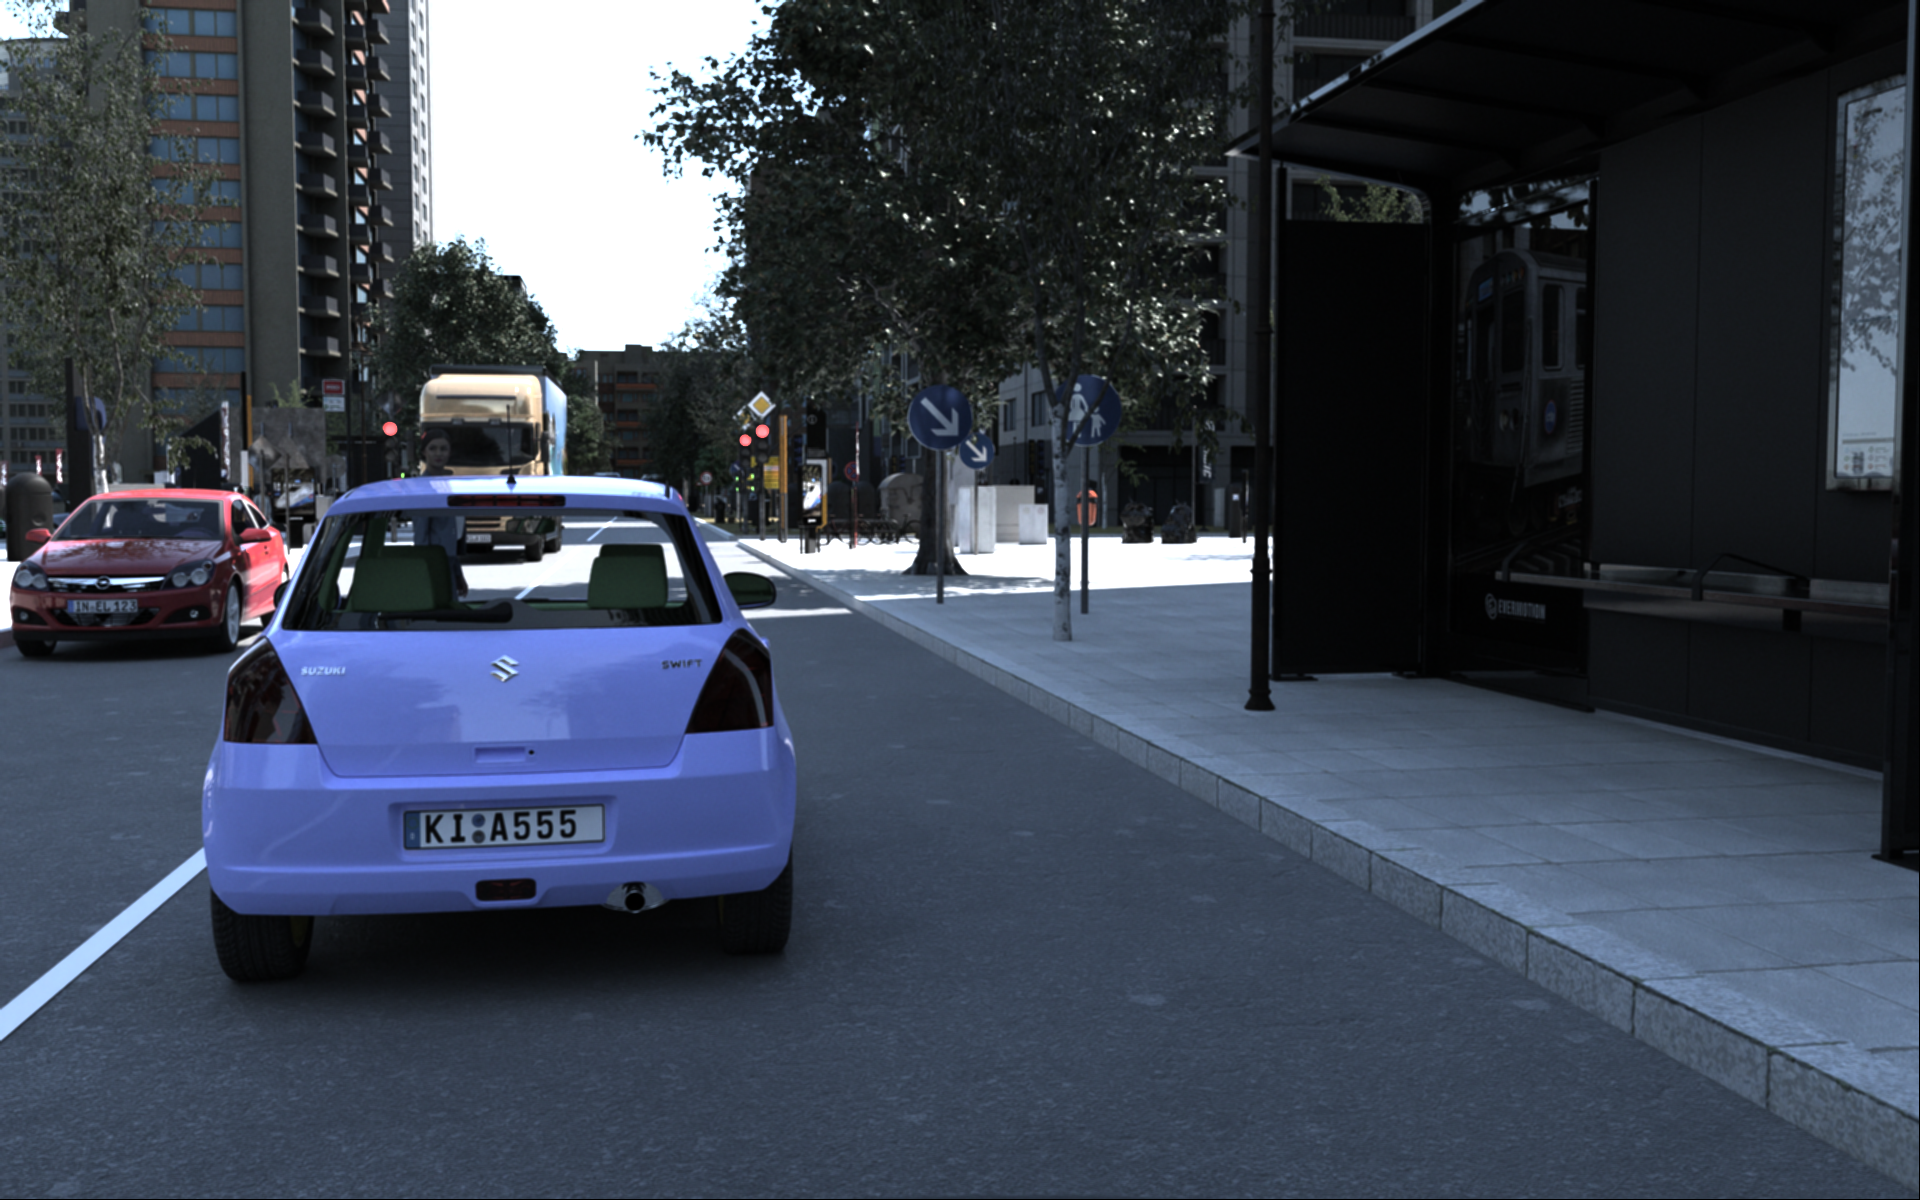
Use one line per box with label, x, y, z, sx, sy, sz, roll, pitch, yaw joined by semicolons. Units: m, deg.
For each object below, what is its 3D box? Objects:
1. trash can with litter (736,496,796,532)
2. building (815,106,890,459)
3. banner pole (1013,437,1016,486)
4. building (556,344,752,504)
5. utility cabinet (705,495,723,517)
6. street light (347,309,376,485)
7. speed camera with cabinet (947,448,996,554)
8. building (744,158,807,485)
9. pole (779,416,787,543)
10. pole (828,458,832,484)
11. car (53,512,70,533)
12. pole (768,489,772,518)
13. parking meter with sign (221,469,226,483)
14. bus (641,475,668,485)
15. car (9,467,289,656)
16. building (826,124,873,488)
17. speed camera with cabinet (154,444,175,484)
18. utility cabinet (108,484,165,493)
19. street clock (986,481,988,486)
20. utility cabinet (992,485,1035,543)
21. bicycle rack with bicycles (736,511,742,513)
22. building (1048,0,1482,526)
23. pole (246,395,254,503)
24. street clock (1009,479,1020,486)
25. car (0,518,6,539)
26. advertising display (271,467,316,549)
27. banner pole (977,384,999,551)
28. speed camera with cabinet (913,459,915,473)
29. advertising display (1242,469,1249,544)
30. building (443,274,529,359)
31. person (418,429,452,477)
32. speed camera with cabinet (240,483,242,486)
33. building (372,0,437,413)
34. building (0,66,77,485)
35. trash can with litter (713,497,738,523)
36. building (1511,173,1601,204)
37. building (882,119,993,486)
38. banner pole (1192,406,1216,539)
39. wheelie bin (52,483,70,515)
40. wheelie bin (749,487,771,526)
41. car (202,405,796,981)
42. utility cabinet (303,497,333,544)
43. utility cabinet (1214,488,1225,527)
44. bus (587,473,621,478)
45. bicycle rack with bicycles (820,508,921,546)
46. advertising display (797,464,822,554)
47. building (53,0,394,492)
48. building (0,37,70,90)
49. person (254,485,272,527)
trash can with litter;-6.762;-2.992;59.972;2.233;1.210;1.678;-1;4;-17
building;-8.820;-30.769;186.670;14.154;41.232;14.086;-1;4;-10
banner pole;2.391;-5.254;75.912;0.401;3.779;0.863;0;4;1
building;-44.014;-24.066;238.520;28.899;21.520;27.650;-1;4;-10
utility cabinet;-14.086;-5.379;99.106;1.020;1.237;0.306;0;4;-4
street light;-14.976;-4.324;43.477;0.468;5.910;1.993;-1;4;-10
speed camera with cabinet;0.228;-2.658;37.798;0.660;3.252;2.038;-1;4;-16
building;-21.427;-35.714;234.036;14.200;45.320;14.600;-1;4;-10
pole;-4.596;-3.132;45.052;0.158;3.312;0.155;0;3;0
pole;-7.330;-6.350;97.671;0.158;3.312;0.155;0;3;0
car;-22.981;-2.157;47.267;4.499;1.417;2.014;-1;4;-11
pole;-10.343;-6.136;94.164;0.158;3.312;0.155;0;3;0
parking meter with sign;-52.585;-7.729;122.631;1.738;3.016;0.543;2;4;34
bus;-30.204;-10.751;170.633;2.948;3.499;13.247;-1;4;-11
car;-7.731;-0.474;16.794;2.155;1.783;4.494;-1;4;-12
building;-0.995;-52.059;163.838;22.319;86.520;31.000;-1;4;-10
speed camera with cabinet;-31.639;-4.596;69.475;0.660;3.252;2.038;0;4;-4
utility cabinet;-18.051;-1.787;37.901;0.318;1.500;1.173;3;5;44
street clock;1.393;-5.569;95.628;0.358;2.002;0.471;1;4;11
utility cabinet;1.328;-2.215;44.889;1.173;1.500;0.318;-1;4;-19
bicycle rack with bicycles;-13.654;-6.278;116.029;2.852;0.926;2.925;1;4;13
building;13.816;-39.167;78.639;20.611;71.187;20.563;-1;4;-10
pole;-14.701;-2.566;35.799;0.158;3.312;0.155;0;3;0
street clock;2.531;-4.659;80.743;0.471;2.002;0.358;-1;4;-11
car;-28.509;-2.342;47.094;4.718;1.807;1.959;-1;4;-12
advertising display;-15.584;-2.159;40.519;0.974;1.923;0.123;-2;4;-34
banner pole;0.583;-3.026;39.498;0.401;3.779;0.863;-2;4;-29
speed camera with cabinet;-2.682;-6.277;96.957;0.660;3.252;2.038;1;4;23
advertising display;7.449;-2.449;45.256;0.123;1.923;0.974;1;4;12
building;-63.899;-27.857;227.161;14.107;30.474;14.160;-1;4;-10
person;-3.197;-0.117;10.441;0.654;1.822;0.581;1;4;20
speed camera with cabinet;-47.784;-7.338;114.315;2.038;3.252;0.660;0;4;-5
building;-63.979;-44.930;172.851;20.611;71.187;20.563;-1;4;-10
building;-84.809;-28.858;163.710;23.993;40.220;32.217;-1;4;-10
trash can with litter;-10.362;-3.981;76.471;1.055;1.170;0.624;0;4;6
building;45.225;-33.360;87.442;28.212;58.520;21.231;-1;4;-10
building;4.352;-41.797;121.635;20.563;71.187;20.611;-1;4;-10
banner pole;6.880;-3.625;49.281;0.863;3.779;0.401;0;4;3
wheelie bin;-26.694;-2.678;51.691;0.693;1.594;0.980;1;4;20
wheelie bin;-8.046;-3.764;69.452;0.693;1.594;0.980;2;4;32
car;-1.624;0.188;6.522;1.945;1.707;3.694;-1;4;-12
utility cabinet;-16.637;-2.037;44.461;1.020;1.237;0.306;0;4;2
utility cabinet;10.162;-3.566;66.985;0.318;1.500;1.173;2;4;28
bus;-29.958;-9.242;145.959;2.948;3.499;13.247;-1;4;-9
bicycle rack with bicycles;-2.317;-1.878;44.084;2.925;0.926;2.852;0;4;-2
advertising display;-3.219;-1.955;37.179;0.123;1.923;0.974;1;4;21
building;-57.201;-29.465;136.369;22.147;44.769;28.867;-1;4;-10
building;-109.085;-41.616;222.423;28.212;58.520;21.231;-1;4;-10
person;-19.260;-2.347;47.869;0.522;1.701;0.512;3;5;44
